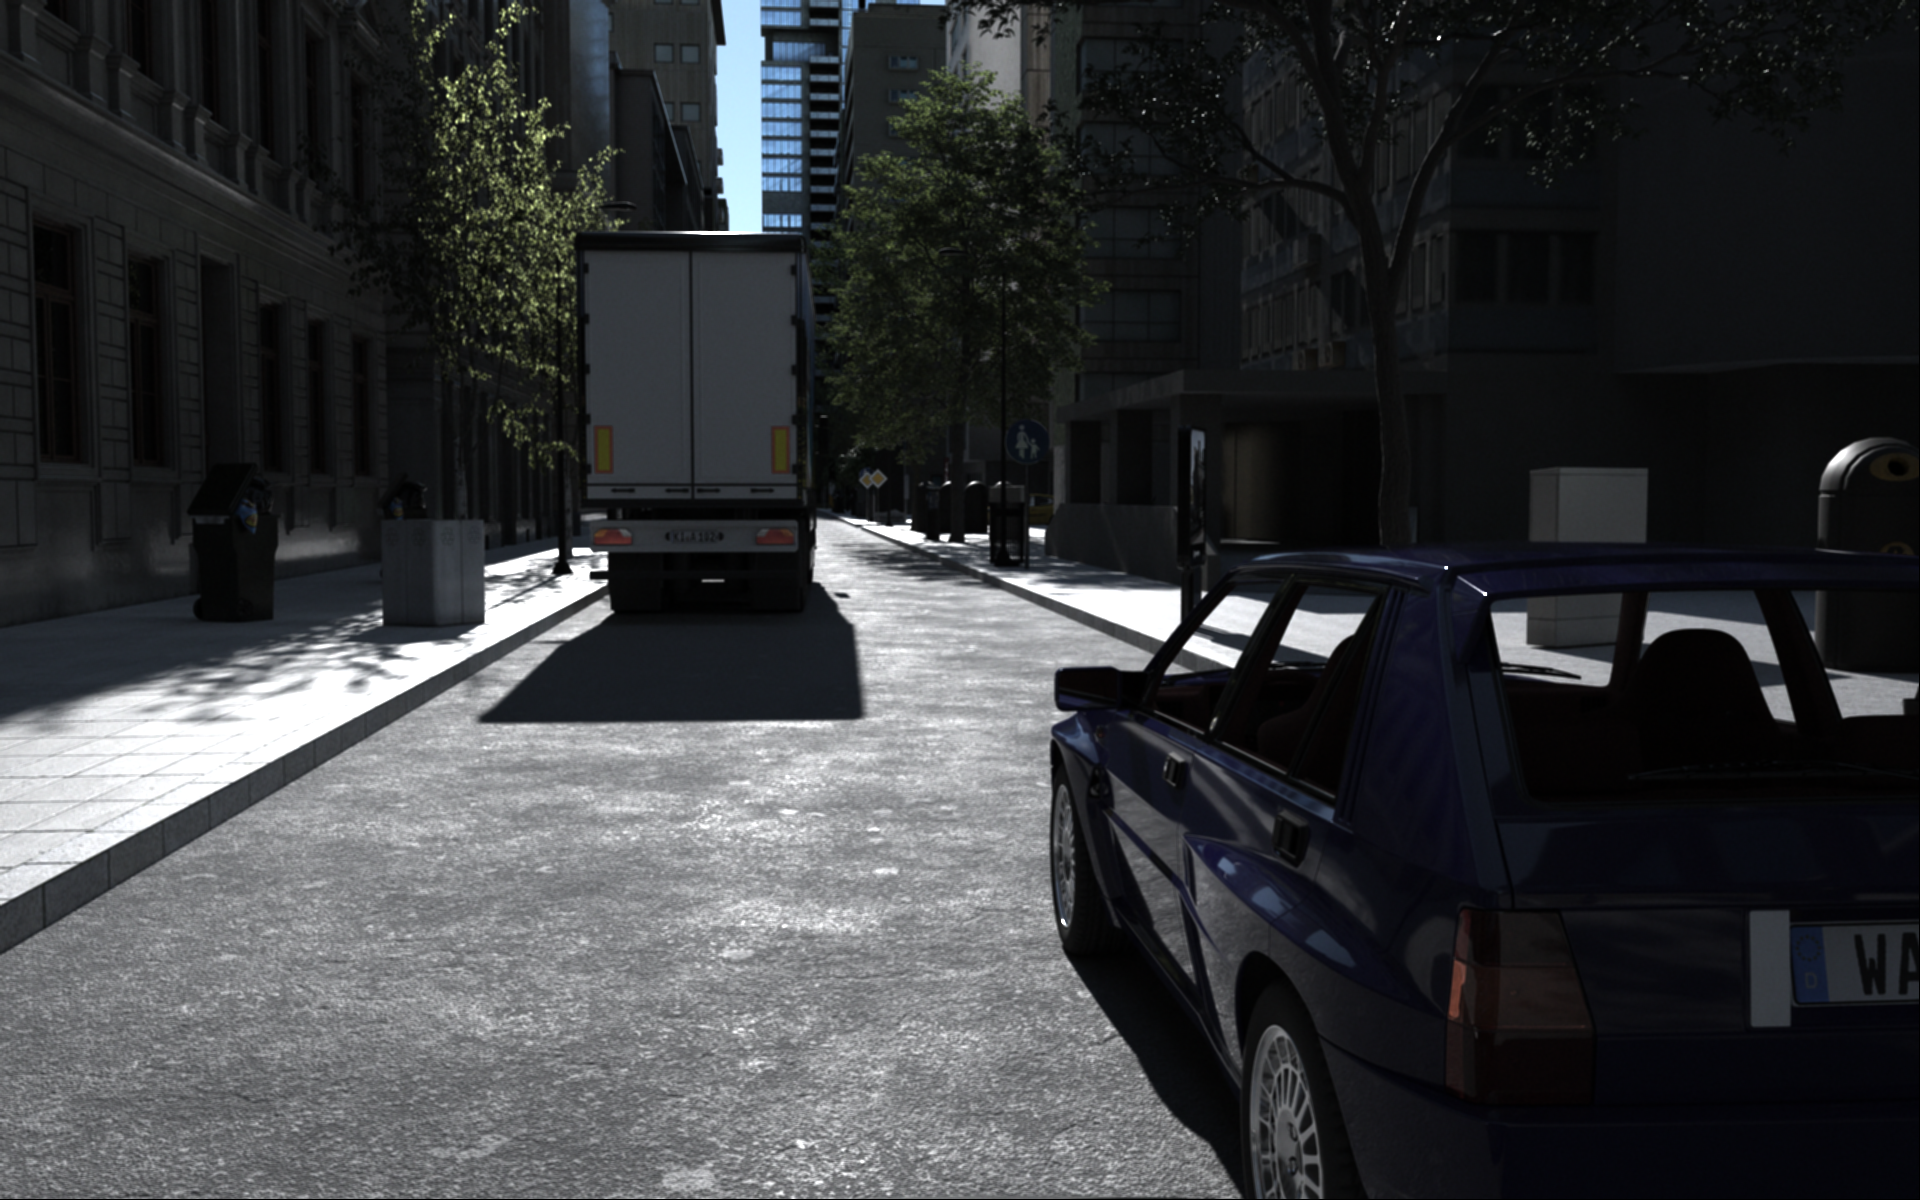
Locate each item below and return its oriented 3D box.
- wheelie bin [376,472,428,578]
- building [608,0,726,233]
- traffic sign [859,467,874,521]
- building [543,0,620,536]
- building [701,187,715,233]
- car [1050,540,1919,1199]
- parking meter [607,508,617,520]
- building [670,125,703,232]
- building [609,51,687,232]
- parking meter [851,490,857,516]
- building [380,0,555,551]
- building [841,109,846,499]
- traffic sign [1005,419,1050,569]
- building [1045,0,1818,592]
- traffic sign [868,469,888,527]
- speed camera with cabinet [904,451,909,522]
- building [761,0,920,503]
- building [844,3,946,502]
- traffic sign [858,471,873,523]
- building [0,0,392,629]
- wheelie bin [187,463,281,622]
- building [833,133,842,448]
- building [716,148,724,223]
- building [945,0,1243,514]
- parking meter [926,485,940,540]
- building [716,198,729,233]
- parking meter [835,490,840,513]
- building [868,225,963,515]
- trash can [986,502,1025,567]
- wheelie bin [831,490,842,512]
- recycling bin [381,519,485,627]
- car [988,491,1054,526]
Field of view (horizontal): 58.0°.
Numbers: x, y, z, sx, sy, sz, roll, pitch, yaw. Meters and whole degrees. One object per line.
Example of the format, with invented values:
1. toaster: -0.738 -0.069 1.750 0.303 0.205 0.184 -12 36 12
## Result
1. wheelie bin: -8.105 -1.059 25.219 0.693 1.594 0.980 -2 4 -27
2. building: -38.358 -35.862 175.580 28.713 52.752 27.495 0 4 -6
3. traffic sign: -4.419 -5.041 82.527 0.768 2.556 0.104 0 4 3
4. building: -21.883 -16.596 57.250 20.117 28.700 13.634 0 4 -6
5. building: -29.293 -23.498 155.897 14.160 30.474 14.107 0 4 -6
6. car: 1.272 0.506 4.306 1.945 1.354 3.894 0 4 -5
7. parking meter: -10.009 -2.546 50.033 0.372 1.533 0.369 0 3 0
8. building: -25.065 -19.831 117.741 14.314 27.812 24.014 0 4 -6
9. building: -22.223 -16.618 90.763 14.314 24.678 30.058 0 4 -6
10. parking meter: -6.296 -5.790 103.084 0.372 1.533 0.369 0 3 0
11. building: -15.794 -11.773 41.644 9.793 20.994 18.267 0 4 -6
12. building: -5.907 -30.843 187.881 14.154 41.232 14.086 0 4 -6
13. traffic sign: 1.142 -1.799 29.517 0.768 2.556 0.104 0 4 -3
14. building: 18.530 -20.682 30.025 32.217 40.220 23.993 0 4 -6
15. traffic sign: -3.227 -3.943 68.103 0.795 2.450 0.064 0 4 -6
16. speed camera with cabinet: -3.029 -5.249 80.150 0.660 3.252 2.038 -2 4 -26
17. building: -16.305 -57.051 245.447 31.000 86.520 22.319 0 4 -6
18. building: -0.214 -33.411 169.972 21.300 48.544 21.600 0 4 -6
19. traffic sign: -4.065 -4.428 76.044 0.795 2.450 0.064 0 4 -6
20. building: -14.766 -11.357 21.843 11.583 22.565 21.152 0 4 -6
21. wheelie bin: -7.370 -0.593 17.607 0.980 1.594 0.693 2 4 28
22. building: -3.897 -36.122 210.206 23.786 49.044 30.456 0 4 -6
23. building: -43.895 -36.043 208.904 30.456 49.044 23.786 0 4 -6
24. building: 6.828 -24.582 85.514 14.086 41.232 14.154 0 4 -6
25. parking meter: -0.752 -2.446 48.398 0.372 1.533 0.369 0 3 0
26. building: -39.065 -34.084 240.859 14.086 41.232 14.154 0 4 -6
27. parking meter: -8.207 -6.577 115.947 0.372 1.533 0.369 0 3 0
28. building: 8.041 -17.014 123.221 27.650 21.520 28.899 0 4 -6
29. trash can: 0.835 -1.169 30.767 0.748 1.137 0.748 0 3 0
30. wheelie bin: -8.588 -6.969 121.858 0.980 1.594 0.693 1 4 12
31. recycling bin: -5.196 -0.278 17.094 0.722 1.027 0.722 2 4 26
32. car: 2.661 -3.884 73.724 3.980 1.641 2.015 0 4 -5
